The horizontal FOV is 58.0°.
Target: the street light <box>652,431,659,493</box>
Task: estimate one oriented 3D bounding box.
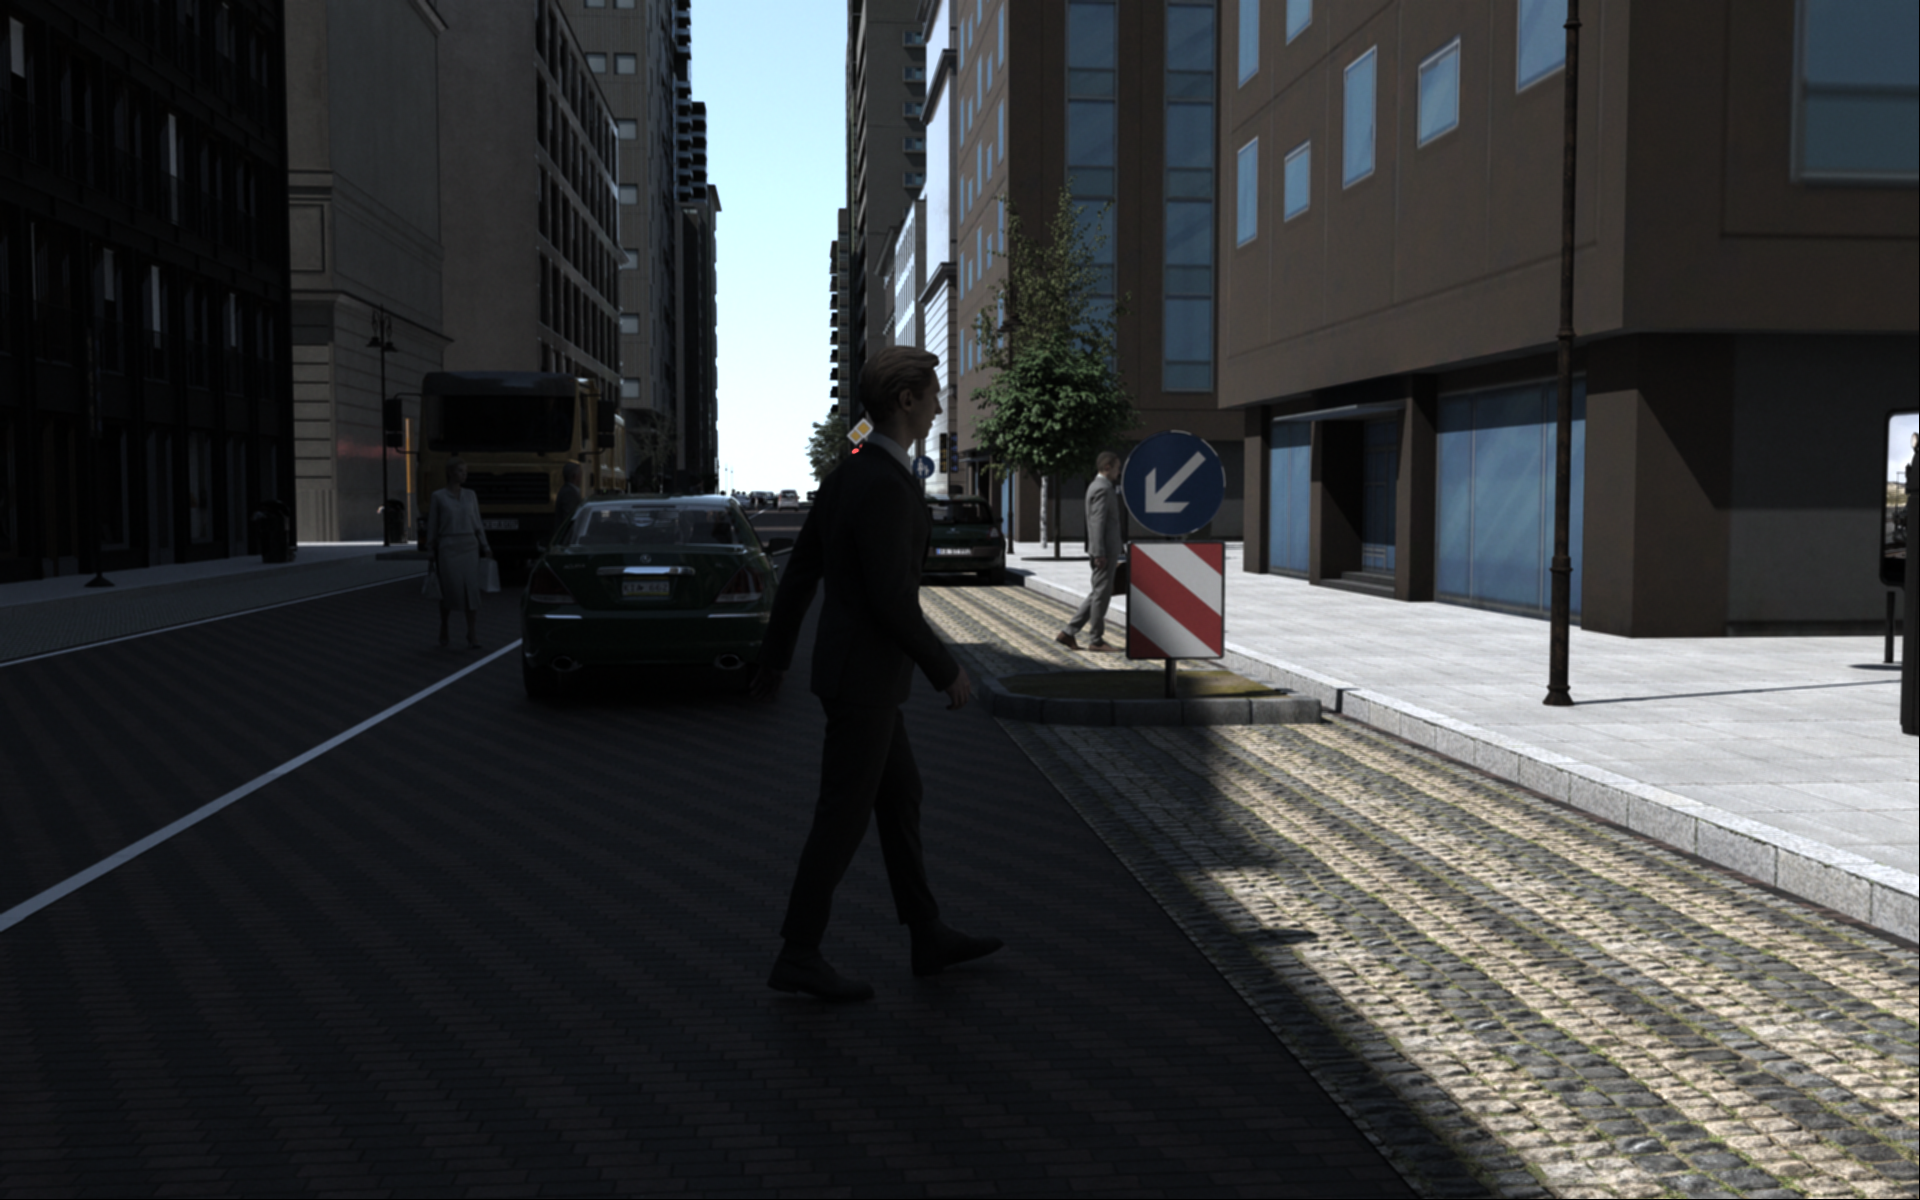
[{"bbox_3d":[-21.868,-9.291,124.698,0.468,5.910,1.993,0,4,-5],"label":"street light"}]

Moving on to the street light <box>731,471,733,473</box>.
[{"bbox_3d":[-37.153,-18.924,282.194,0.468,5.910,1.993,0,4,-5],"label":"street light"}]

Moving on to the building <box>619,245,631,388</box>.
[{"bbox_3d":[-28.529,-17.015,114.346,11.583,22.565,21.152,0,4,-5],"label":"building"}]

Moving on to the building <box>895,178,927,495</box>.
[{"bbox_3d":[2.014,-14.908,98.491,10.420,20.320,16.860,0,4,-5],"label":"building"}]

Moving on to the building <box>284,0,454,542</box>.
[{"bbox_3d":[-31.456,-13.346,51.486,30.059,22.955,16.112,0,4,-5],"label":"building"}]

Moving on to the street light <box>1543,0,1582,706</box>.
[{"bbox_3d":[3.646,-2.299,10.374,0.468,5.910,1.993,0,4,-5],"label":"street light"}]

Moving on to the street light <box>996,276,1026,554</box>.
[{"bbox_3d":[1.081,-3.923,36.932,0.468,5.910,1.993,0,4,-5],"label":"street light"}]

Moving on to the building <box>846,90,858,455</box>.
[{"bbox_3d":[-4.190,-30.317,179.273,14.154,41.232,14.086,0,4,-5],"label":"building"}]

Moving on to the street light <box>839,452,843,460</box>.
[{"bbox_3d":[-11.676,-12.060,169.968,0.468,5.910,1.993,0,4,-5],"label":"street light"}]

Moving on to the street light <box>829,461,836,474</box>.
[{"bbox_3d":[-14.246,-13.657,196.082,0.468,5.910,1.993,0,4,-5],"label":"street light"}]

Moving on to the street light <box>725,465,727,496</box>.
[{"bbox_3d":[-34.592,-17.345,256.384,0.468,5.910,1.993,0,4,-5],"label":"street light"}]

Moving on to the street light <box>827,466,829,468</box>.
[{"bbox_3d":[-16.793,-15.273,222.504,0.468,5.910,1.993,0,4,-5],"label":"street light"}]

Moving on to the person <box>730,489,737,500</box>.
[{"bbox_3d":[-16.675,-7.277,127.698,0.478,1.798,0.641,2,4,30],"label":"person"}]

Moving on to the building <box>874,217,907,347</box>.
[{"bbox_3d":[-0.964,-16.883,126.941,10.553,20.767,40.483,0,4,-5],"label":"building"}]

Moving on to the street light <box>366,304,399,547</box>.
[{"bbox_3d":[-14.041,-4.247,42.227,0.468,5.910,1.993,0,4,-5],"label":"street light"}]

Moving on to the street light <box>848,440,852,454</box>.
[{"bbox_3d":[-9.183,-10.552,145.307,0.468,5.910,1.993,0,4,-5],"label":"street light"}]

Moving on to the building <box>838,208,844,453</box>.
[{"bbox_3d":[-10.594,-34.637,249.902,14.154,41.232,14.086,0,4,-5],"label":"building"}]

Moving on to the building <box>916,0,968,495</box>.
[{"bbox_3d":[8.501,-17.954,79.456,20.117,28.700,13.634,0,4,-5],"label":"building"}]

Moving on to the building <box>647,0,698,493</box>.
[{"bbox_3d":[-38.291,-45.442,181.227,20.563,71.187,20.611,0,4,-5],"label":"building"}]

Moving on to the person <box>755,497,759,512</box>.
[{"bbox_3d":[-16.070,-7.575,137.373,0.382,1.210,0.505,-2,4,-24],"label":"person"}]

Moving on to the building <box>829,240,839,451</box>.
[{"bbox_3d":[-10.832,-38.982,291.972,22.147,44.769,28.867,0,4,-5],"label":"building"}]

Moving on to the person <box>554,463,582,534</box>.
[{"bbox_3d":[-4.236,-0.628,19.162,0.834,1.777,0.661,-2,4,-28],"label":"person"}]

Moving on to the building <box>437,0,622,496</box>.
[{"bbox_3d":[-28.453,-17.247,86.510,19.350,26.468,34.151,0,4,-5],"label":"building"}]

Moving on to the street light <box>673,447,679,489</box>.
[{"bbox_3d":[-24.189,-10.675,147.323,0.468,5.910,1.993,0,4,-5],"label":"street light"}]

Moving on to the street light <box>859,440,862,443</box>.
[{"bbox_3d":[-6.841,-8.968,119.412,0.468,5.910,1.993,0,4,-5],"label":"street light"}]

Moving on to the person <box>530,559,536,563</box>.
[{"bbox_3d":[-9.004,-1.642,35.768,0.576,1.772,0.534,0,4,-3],"label":"person"}]

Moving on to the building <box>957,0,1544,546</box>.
[{"bbox_3d":[7.447,-24.561,51.691,14.600,45.320,14.200,0,4,-5],"label":"building"}]

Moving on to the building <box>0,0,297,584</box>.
[{"bbox_3d":[-20.264,-12.238,29.762,12.332,23.373,15.834,0,4,-5],"label":"building"}]

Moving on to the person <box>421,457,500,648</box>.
[{"bbox_3d":[-4.704,-0.455,16.290,0.694,1.780,0.624,-1,4,-20],"label":"person"}]

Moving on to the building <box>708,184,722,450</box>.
[{"bbox_3d":[-54.033,-42.613,285.954,28.713,52.752,27.495,0,4,-5],"label":"building"}]

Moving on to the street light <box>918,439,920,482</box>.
[{"bbox_3d":[-1.491,-5.524,63.110,0.468,5.910,1.993,0,4,-5],"label":"street light"}]

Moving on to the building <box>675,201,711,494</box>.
[{"bbox_3d":[-41.459,-33.754,235.473,14.154,41.232,14.086,0,4,-5],"label":"building"}]

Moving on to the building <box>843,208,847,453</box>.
[{"bbox_3d":[-5.482,-31.205,193.793,14.154,41.232,14.086,0,4,-5],"label":"building"}]

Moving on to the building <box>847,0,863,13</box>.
[{"bbox_3d":[-5.299,-47.252,210.828,20.563,71.187,20.611,0,4,-5],"label":"building"}]

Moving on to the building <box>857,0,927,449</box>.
[{"bbox_3d":[1.473,-32.905,161.700,21.300,48.544,21.600,0,4,-5],"label":"building"}]

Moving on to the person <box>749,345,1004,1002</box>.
[{"bbox_3d":[-0.197,0.200,5.000,0.755,1.850,0.659,-1,4,-17],"label":"person"}]

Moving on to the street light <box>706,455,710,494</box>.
[{"bbox_3d":[-29.097,-13.873,199.602,0.468,5.910,1.993,0,4,-5],"label":"street light"}]

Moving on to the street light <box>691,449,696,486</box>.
[{"bbox_3d":[-26.580,-12.255,173.149,0.468,5.910,1.993,0,4,-5],"label":"street light"}]

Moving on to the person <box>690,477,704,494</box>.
[{"bbox_3d":[-6.327,-2.086,42.418,0.447,1.846,0.655,1,4,14],"label":"person"}]

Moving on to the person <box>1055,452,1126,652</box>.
[{"bbox_3d":[1.301,-0.429,15.634,0.853,1.813,0.709,0,4,-4],"label":"person"}]

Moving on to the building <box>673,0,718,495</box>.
[{"bbox_3d":[-47.141,-57.712,256.255,22.319,86.520,31.000,0,4,-5],"label":"building"}]

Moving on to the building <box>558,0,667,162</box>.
[{"bbox_3d":[-40.872,-34.752,157.426,28.713,52.752,27.495,0,4,-5],"label":"building"}]

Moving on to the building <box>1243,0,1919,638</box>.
[{"bbox_3d":[11.853,-22.702,21.293,14.600,45.320,14.200,0,4,-5],"label":"building"}]

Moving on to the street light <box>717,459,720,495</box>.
[{"bbox_3d":[-32.093,-15.746,230.236,0.468,5.910,1.993,0,4,-5],"label":"street light"}]
